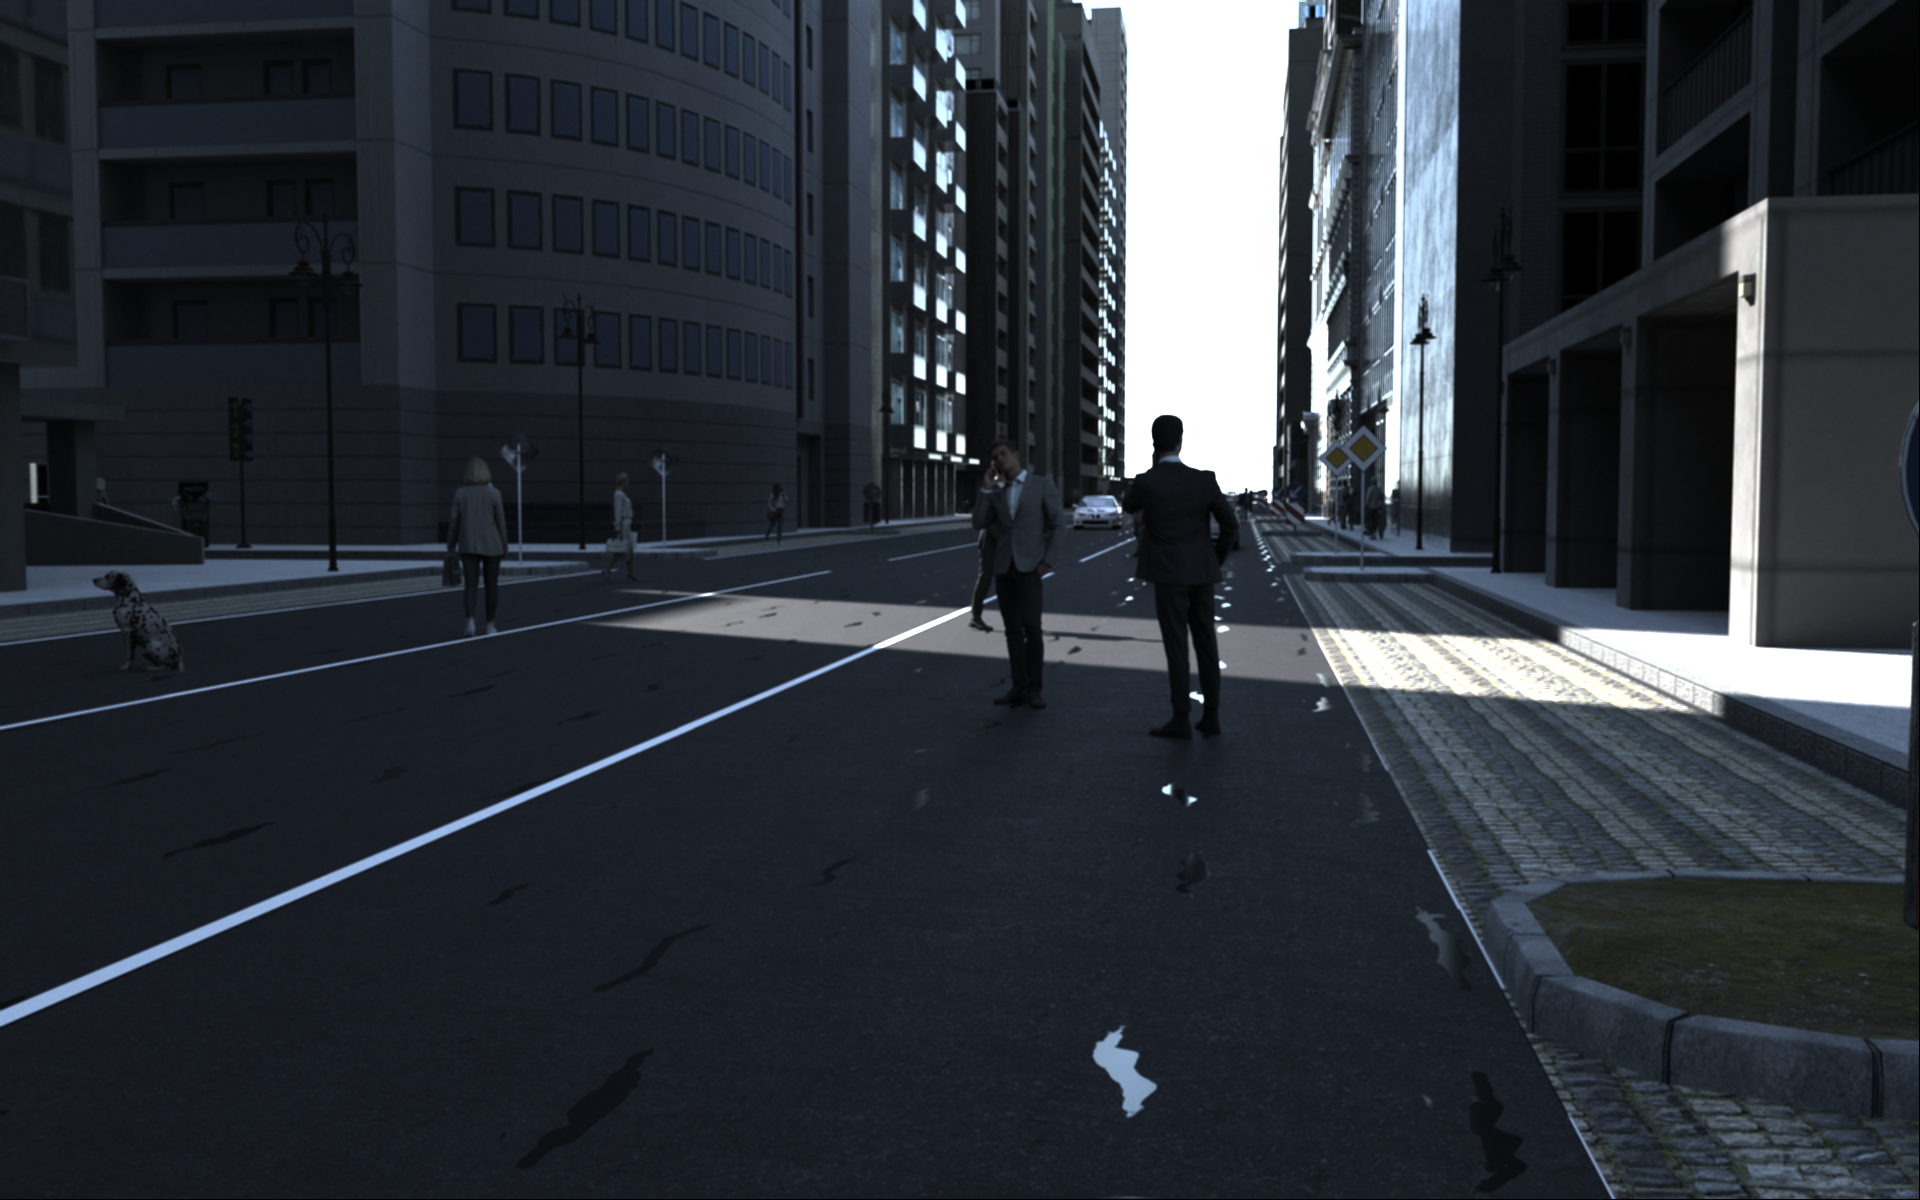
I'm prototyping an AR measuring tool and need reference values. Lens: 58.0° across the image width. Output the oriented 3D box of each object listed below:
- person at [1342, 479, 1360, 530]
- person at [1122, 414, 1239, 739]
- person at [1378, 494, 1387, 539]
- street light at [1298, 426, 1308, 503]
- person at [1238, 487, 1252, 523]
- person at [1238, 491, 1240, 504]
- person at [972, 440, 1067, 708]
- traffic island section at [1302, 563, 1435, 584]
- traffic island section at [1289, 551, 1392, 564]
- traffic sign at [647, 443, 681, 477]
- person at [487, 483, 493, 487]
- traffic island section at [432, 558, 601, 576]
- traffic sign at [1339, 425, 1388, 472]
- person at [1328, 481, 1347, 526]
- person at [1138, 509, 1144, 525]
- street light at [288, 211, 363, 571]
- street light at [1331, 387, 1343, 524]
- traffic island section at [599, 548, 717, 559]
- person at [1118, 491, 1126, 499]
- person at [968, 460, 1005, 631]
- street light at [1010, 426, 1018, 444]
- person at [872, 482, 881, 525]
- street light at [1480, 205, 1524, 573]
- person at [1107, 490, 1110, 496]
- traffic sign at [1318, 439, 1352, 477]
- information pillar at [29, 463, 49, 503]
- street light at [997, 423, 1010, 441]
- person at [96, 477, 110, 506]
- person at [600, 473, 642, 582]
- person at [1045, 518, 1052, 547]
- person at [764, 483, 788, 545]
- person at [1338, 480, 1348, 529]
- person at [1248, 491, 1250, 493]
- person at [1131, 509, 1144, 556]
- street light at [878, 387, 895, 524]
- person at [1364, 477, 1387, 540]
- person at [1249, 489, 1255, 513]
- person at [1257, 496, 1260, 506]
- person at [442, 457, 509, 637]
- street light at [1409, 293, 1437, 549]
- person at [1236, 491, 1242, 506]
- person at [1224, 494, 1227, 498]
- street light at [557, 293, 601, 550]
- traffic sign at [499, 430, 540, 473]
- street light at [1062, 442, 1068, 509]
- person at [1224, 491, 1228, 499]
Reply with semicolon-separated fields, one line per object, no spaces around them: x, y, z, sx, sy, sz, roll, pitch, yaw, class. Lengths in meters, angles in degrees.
13.867;-3.393;61.481;0.622;1.834;0.822;0;4;4;person
1.287;-0.147;10.273;0.648;1.900;0.474;-1;4;-20;person
12.087;-2.411;49.711;0.306;1.304;0.590;1;4;17;person
22.797;-8.740;115.693;0.468;5.910;1.993;1;4;9;street light
14.100;-4.699;85.668;0.623;1.781;0.721;0;4;-1;person
40.589;-14.896;252.016;0.705;1.831;1.348;1;4;14;person
0.402;-0.190;11.785;0.473;1.802;0.592;-3;5;-45;person
6.810;-0.421;29.169;2.009;0.180;2.903;1;4;9;traffic island section
8.084;-0.903;37.052;2.009;0.180;2.903;1;4;9;traffic island section
-6.740;-2.274;39.376;0.795;2.593;0.064;1;4;9;traffic sign
-11.236;-2.129;41.113;0.793;1.790;0.793;0;4;-3;person
-8.038;-0.568;31.564;2.009;0.180;2.903;1;4;9;traffic island section
6.786;-1.645;29.090;0.795;2.593;0.064;1;4;9;traffic sign
14.982;-3.830;68.755;0.778;1.811;0.616;1;4;22;person
3.164;-1.162;28.508;0.522;1.701;0.512;0;4;1;person
-10.440;-3.418;28.667;0.468;5.910;1.993;1;4;9;street light
16.277;-6.249;74.961;0.468;5.910;1.993;1;4;9;street light
-6.765;-1.050;39.447;2.009;0.180;2.903;1;4;9;traffic island section
16.657;-10.302;177.475;0.750;1.759;0.617;-2;4;-27;person
0.452;-0.605;18.171;0.755;1.850;0.659;1;4;22;person
3.599;-8.727;115.473;0.468;5.910;1.993;1;4;9;street light
-3.638;-4.049;72.346;0.391;1.810;0.635;3;5;39;person
8.732;-3.379;28.037;0.468;5.910;1.993;1;4;9;street light
12.316;-8.278;143.990;0.705;1.807;1.348;1;4;13;person
8.060;-2.127;36.973;0.795;2.593;0.064;1;4;9;traffic sign
-21.836;-2.241;41.124;0.304;2.012;0.304;2;4;34;information pillar
2.654;-8.394;110.035;0.468;5.910;1.993;1;4;9;street light
-19.181;-1.830;38.607;0.537;1.800;0.526;1;4;11;person
-5.552;-1.191;28.326;0.624;1.780;0.694;0;4;4;person
2.377;-2.345;46.801;0.622;1.834;0.822;3;5;40;person
-5.160;-2.392;48.201;0.593;1.750;0.643;-3;5;-42;person
14.352;-3.558;64.419;0.606;1.804;0.583;3;5;43;person
42.416;-15.031;253.880;0.705;1.869;1.348;-1;4;-21;person
4.143;-1.920;39.990;0.679;1.850;0.850;2;4;33;person
-3.164;-6.240;74.819;0.468;5.910;1.993;1;4;9;street light
11.746;-2.590;48.879;0.782;1.767;0.515;-3;4;-36;person
22.258;-7.574;132.365;0.705;1.821;1.348;0;4;-5;person
35.291;-11.912;204.200;0.756;1.711;0.436;-1;4;-18;person
-4.926;-0.536;17.453;0.709;1.800;0.728;0;4;-6;person
10.660;-4.112;40.027;0.468;5.910;1.993;1;4;9;street light
32.670;-11.779;201.106;1.348;1.821;0.705;-1;4;-15;person
22.474;-8.298;147.408;0.421;1.427;0.697;-1;4;-19;person
-8.730;-4.103;39.876;0.468;5.910;1.993;1;4;9;street light
-8.014;-1.792;31.493;0.795;2.593;0.064;1;4;9;traffic sign
9.127;-10.907;151.115;0.468;5.910;1.993;1;4;9;street light
29.878;-11.393;195.332;0.990;1.755;0.434;-2;4;-34;person
